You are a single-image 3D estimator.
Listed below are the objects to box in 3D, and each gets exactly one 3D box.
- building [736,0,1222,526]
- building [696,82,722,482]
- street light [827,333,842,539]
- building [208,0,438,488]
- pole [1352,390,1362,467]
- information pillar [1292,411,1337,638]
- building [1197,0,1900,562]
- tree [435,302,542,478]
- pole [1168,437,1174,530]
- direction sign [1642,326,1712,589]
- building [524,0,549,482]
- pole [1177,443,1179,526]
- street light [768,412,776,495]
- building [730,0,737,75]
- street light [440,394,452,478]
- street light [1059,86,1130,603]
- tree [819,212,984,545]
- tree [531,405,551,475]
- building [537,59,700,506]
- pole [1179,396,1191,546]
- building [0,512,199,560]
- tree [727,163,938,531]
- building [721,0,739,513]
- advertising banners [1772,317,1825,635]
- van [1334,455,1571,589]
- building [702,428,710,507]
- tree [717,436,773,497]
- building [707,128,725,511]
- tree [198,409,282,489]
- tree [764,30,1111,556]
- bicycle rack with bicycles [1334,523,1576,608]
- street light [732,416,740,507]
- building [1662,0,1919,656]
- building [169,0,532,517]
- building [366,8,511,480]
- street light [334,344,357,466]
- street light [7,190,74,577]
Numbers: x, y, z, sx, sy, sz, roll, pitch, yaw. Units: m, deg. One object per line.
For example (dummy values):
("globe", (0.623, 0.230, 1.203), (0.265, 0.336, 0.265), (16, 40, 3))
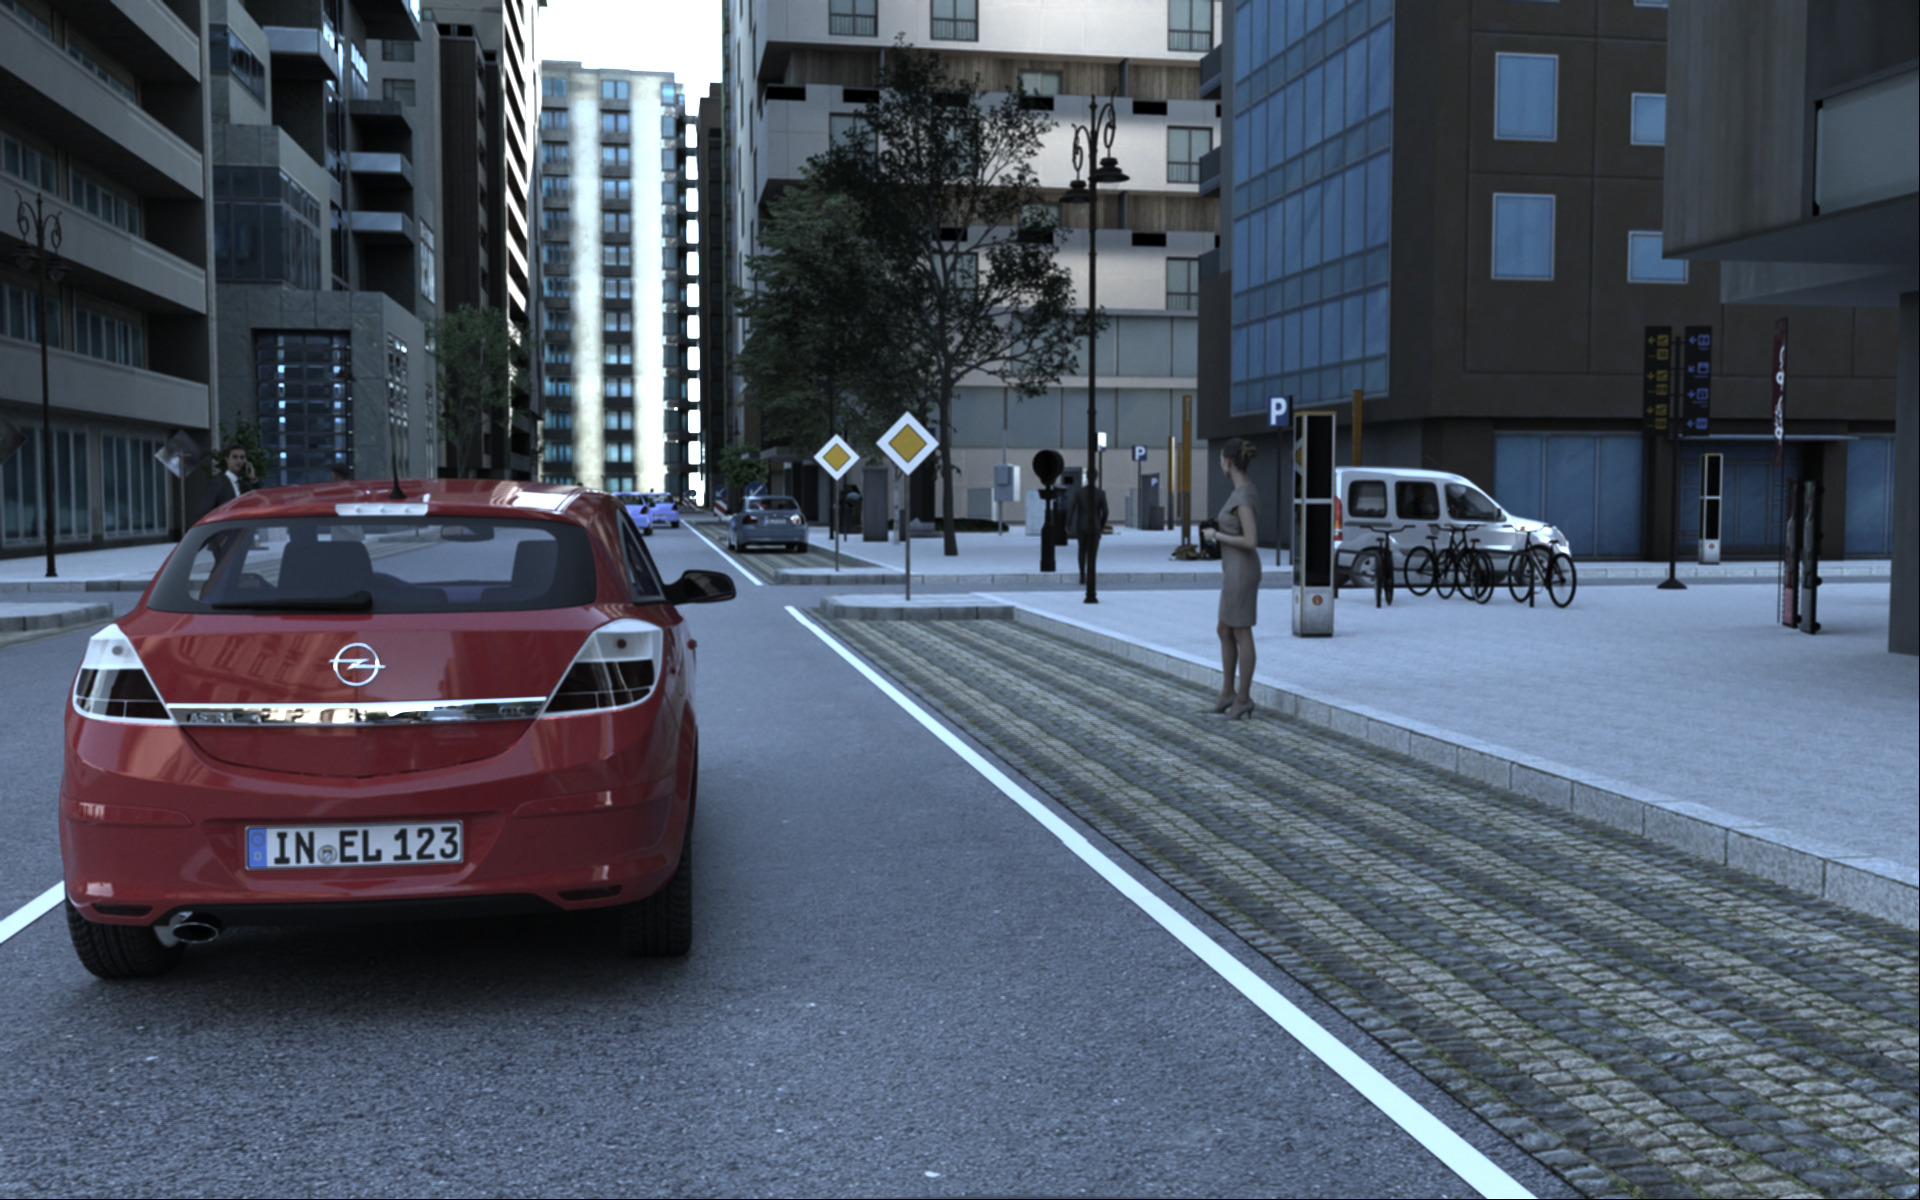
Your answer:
("building", (3.617, -30.095, 81.295), (28.713, 52.752, 27.495), (-1, 4, -10))
("building", (-21.798, -33.179, 192.582), (14.200, 45.320, 14.600), (-1, 4, -10))
("street light", (-3.628, -4.650, 48.817), (0.468, 5.910, 1.993), (-1, 4, -10))
("building", (-32.087, -46.086, 66.184), (22.319, 86.520, 31.000), (-1, 4, -10))
("pole", (7.786, -2.458, 34.027), (0.158, 3.312, 0.155), (0, 3, 0))
("information pillar", (3.176, -0.676, 15.548), (0.304, 2.012, 0.304), (0, 4, -5))
("building", (14.319, -23.736, 38.203), (14.200, 45.320, 14.600), (-1, 4, -10))
("tree", (-26.561, -10.198, 92.497), (9.928, 11.665, 9.643), (0, 3, 0))
("pole", (7.519, -4.150, 61.694), (0.158, 3.312, 0.155), (0, 3, 0))
("direction sign", (9.668, -1.921, 23.413), (0.876, 3.537, 0.379), (0, 4, 3))
("building", (-51.996, -34.759, 157.548), (27.495, 52.752, 28.713), (-1, 4, -10))
("pole", (8.767, -4.611, 69.234), (0.158, 3.312, 0.155), (0, 3, 0))
("street light", (-8.345, -6.311, 75.975), (0.468, 5.910, 1.993), (-1, 4, -10))
("building", (-7.494, -28.234, 111.744), (14.600, 45.320, 14.200), (-1, 4, -10))
("street light", (-23.710, -6.563, 80.093), (0.468, 5.910, 1.993), (-1, 4, -10))
("street light", (1.542, -2.901, 20.212), (0.468, 5.910, 1.993), (-1, 4, -10))
("tree", (-1.554, -5.678, 43.191), (4.360, 8.622, 3.978), (0, 3, 0))
("tree", (-35.494, -11.643, 140.725), (4.360, 8.622, 3.978), (0, 3, 0))
("building", (-44.796, -35.109, 193.641), (30.456, 49.044, 23.786), (-1, 4, -10))
("pole", (4.705, -2.577, 35.979), (0.158, 3.312, 0.155), (0, 3, 0))
("building", (-28.595, -25.045, 33.186), (21.300, 48.544, 21.600), (-1, 4, -10))
("tree", (-4.694, -8.667, 59.837), (7.486, 12.596, 7.792), (0, 3, 0))
("building", (-10.366, -27.098, 126.641), (14.154, 41.232, 14.086), (-1, 4, -10))
("advertising banners", (8.019, -1.251, 16.635), (0.090, 3.025, 2.074), (1, 4, 14))
("van", (7.316, -1.204, 26.694), (4.112, 2.044, 2.013), (-1, 4, -10))
("building", (-12.811, -52.003, 162.918), (22.319, 86.520, 31.000), (-1, 4, -10))
("tree", (-12.187, -7.032, 98.692), (4.285, 4.588, 4.351), (0, 3, 0))
("building", (-13.480, -22.583, 140.929), (14.160, 30.474, 14.107), (-1, 4, -10))
("tree", (-16.510, -2.768, 39.854), (1.663, 3.219, 1.824), (0, 3, 0))
("tree", (-0.528, -6.200, 35.781), (7.601, 10.594, 8.767), (-1, 4, -12))
("bicycle rack with bicycles", (5.679, -0.442, 20.614), (2.852, 0.926, 2.925), (0, 4, -2))
("street light", (-13.226, -7.942, 102.642), (0.468, 5.910, 1.993), (-1, 4, -10))
("building", (11.692, -19.808, 7.456), (14.154, 41.232, 14.086), (-1, 4, -10))
("building", (-42.471, -30.554, 123.258), (21.300, 48.544, 21.600), (-1, 4, -10))
("building", (-35.627, -20.480, 106.548), (14.160, 30.474, 14.107), (-1, 4, -10))
("street light", (-18.899, -4.931, 53.413), (0.468, 5.910, 1.993), (-1, 4, -10))
("street light", (-14.117, -3.299, 26.729), (0.468, 5.910, 1.993), (-1, 4, -10))
